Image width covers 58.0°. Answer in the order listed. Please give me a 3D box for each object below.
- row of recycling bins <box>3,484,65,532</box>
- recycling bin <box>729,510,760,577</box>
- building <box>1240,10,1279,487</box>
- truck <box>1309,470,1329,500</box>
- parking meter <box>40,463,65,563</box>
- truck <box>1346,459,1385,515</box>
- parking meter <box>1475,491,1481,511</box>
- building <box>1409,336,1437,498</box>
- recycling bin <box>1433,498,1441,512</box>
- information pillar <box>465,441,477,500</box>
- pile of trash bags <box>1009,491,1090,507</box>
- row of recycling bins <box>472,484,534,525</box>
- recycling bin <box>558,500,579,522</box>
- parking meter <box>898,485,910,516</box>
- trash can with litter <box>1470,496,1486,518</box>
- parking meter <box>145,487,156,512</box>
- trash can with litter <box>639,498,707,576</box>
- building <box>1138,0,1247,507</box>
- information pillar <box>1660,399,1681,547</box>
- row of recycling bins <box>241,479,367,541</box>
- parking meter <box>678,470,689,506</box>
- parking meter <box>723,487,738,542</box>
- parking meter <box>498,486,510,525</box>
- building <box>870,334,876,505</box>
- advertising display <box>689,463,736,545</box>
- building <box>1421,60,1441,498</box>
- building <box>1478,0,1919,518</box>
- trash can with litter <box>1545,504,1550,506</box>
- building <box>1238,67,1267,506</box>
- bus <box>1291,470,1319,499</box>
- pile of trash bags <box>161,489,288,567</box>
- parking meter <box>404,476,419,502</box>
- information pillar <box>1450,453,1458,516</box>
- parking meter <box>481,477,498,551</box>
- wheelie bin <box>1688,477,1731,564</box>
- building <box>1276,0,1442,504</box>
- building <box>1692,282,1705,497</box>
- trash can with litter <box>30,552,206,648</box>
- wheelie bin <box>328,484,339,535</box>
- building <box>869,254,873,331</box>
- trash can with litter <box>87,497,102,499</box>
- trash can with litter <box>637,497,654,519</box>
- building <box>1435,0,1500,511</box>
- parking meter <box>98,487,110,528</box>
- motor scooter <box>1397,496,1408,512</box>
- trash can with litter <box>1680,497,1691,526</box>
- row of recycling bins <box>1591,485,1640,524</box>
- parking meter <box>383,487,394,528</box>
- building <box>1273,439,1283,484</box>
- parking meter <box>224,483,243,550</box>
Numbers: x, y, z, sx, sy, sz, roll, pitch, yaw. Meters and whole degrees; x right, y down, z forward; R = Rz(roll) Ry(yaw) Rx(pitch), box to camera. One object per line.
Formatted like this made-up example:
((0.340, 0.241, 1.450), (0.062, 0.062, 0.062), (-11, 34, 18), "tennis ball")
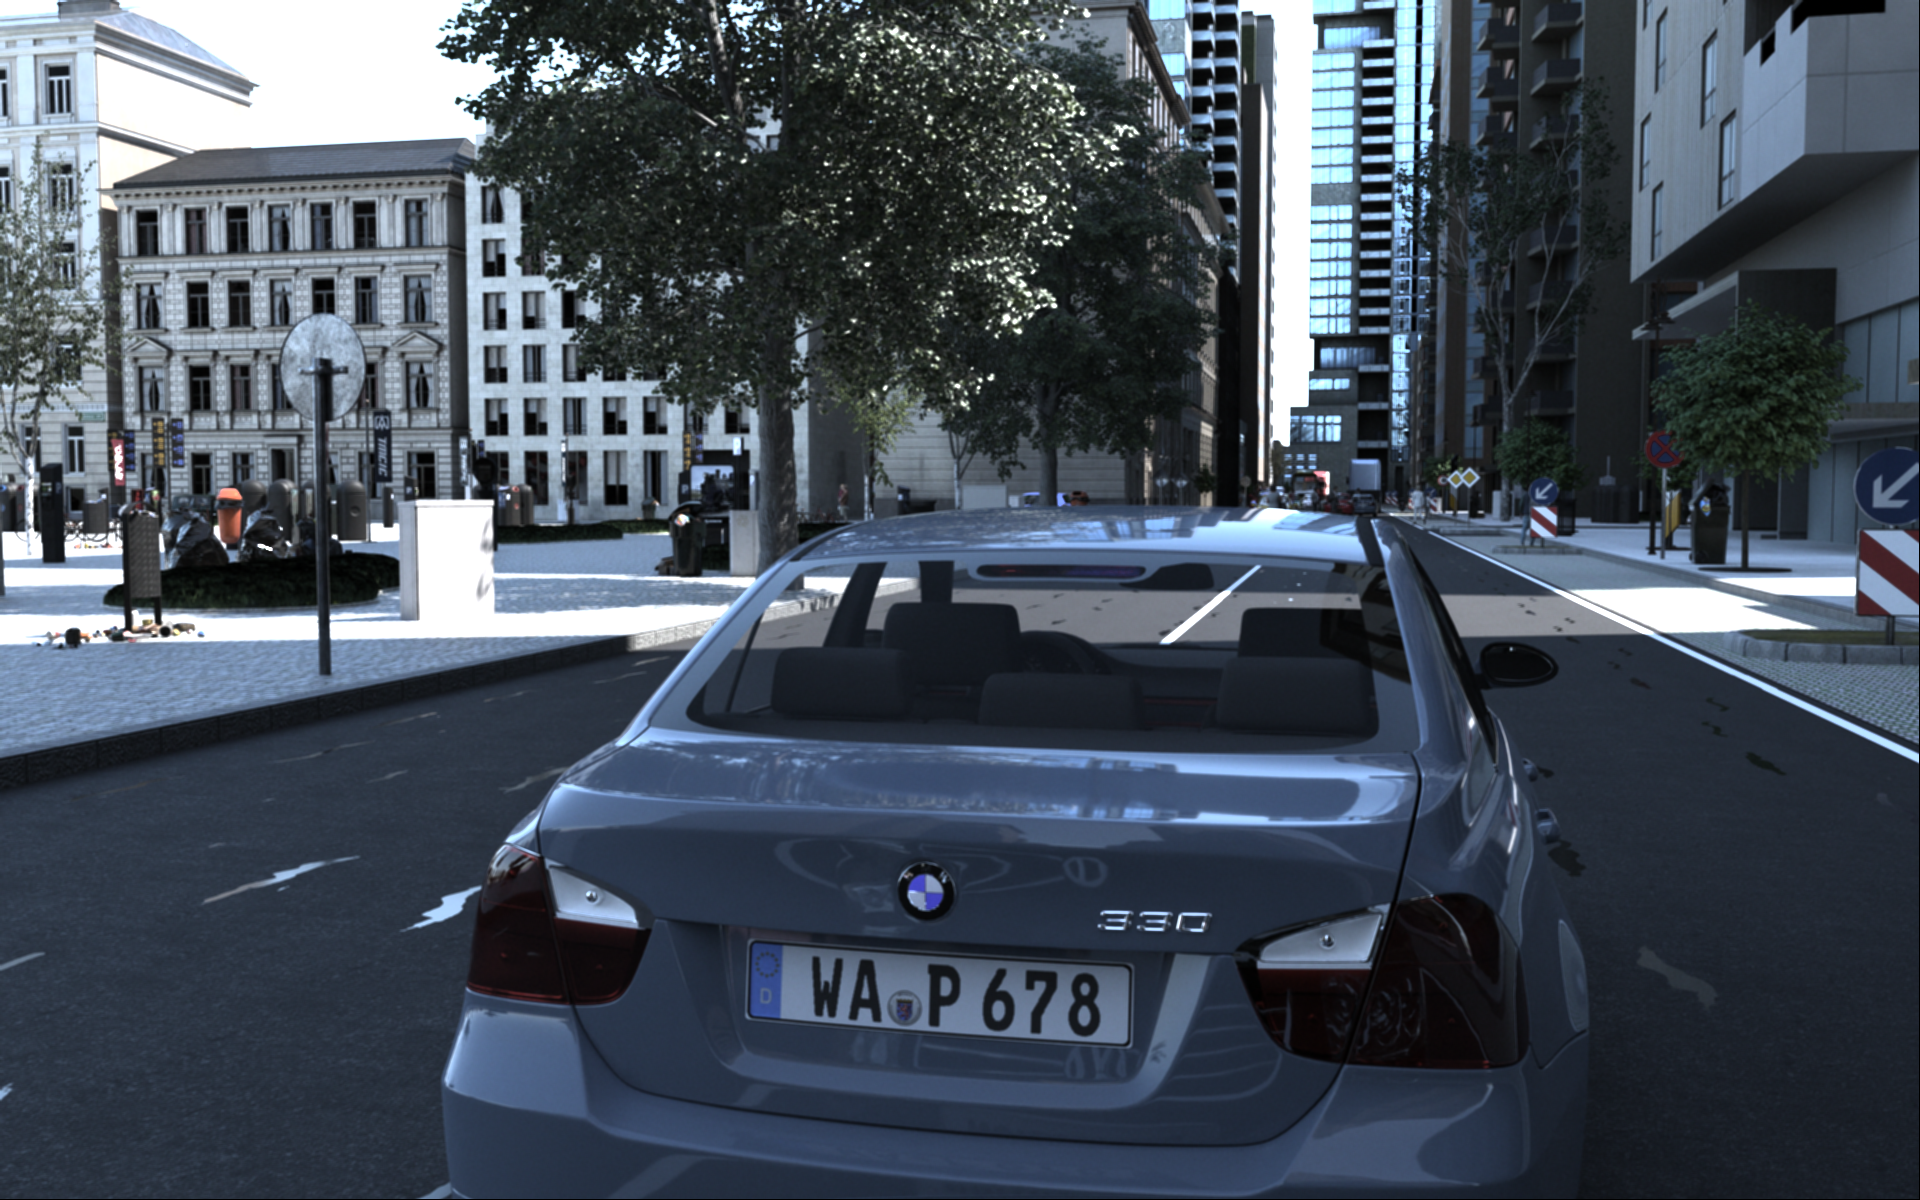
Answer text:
((-32.044, -3.173, 58.985), (3.534, 1.692, 1.069), (1, 4, 16), "row of recycling bins")
((-3.226, -0.884, 27.013), (0.722, 1.027, 0.722), (-1, 4, -9), "recycling bin")
((24.405, -41.039, 212.980), (28.212, 58.520, 21.231), (1, 4, 13), "building")
((41.508, -13.012, 201.658), (2.839, 4.237, 11.283), (1, 4, 14), "truck")
((-16.949, -1.629, 32.342), (0.255, 1.863, 0.399), (0, 4, 2), "parking meter")
((29.803, -8.463, 128.122), (2.967, 4.110, 18.799), (1, 4, 14), "truck")
((38.816, -7.425, 129.808), (0.372, 1.533, 0.369), (0, 3, 0), "parking meter")
((67.003, -21.750, 200.650), (27.650, 21.520, 28.899), (1, 4, 13), "building")
((33.674, -6.738, 122.715), (0.722, 1.027, 0.722), (1, 4, 8), "recycling bin")
((-20.290, -4.920, 71.796), (0.504, 3.616, 0.183), (-1, 4, -11), "information pillar")
((2.459, -2.694, 53.807), (3.447, 1.369, 1.912), (2, 4, 31), "pile of trash bags")
((-18.292, -3.800, 69.251), (1.069, 1.692, 3.534), (1, 4, 20), "row of recycling bins")
((-17.999, -4.102, 79.626), (0.722, 1.027, 0.722), (2, 4, 25), "recycling bin")
((-1.646, -2.595, 50.832), (0.372, 1.533, 0.369), (0, 3, 0), "parking meter")
((27.500, -4.932, 92.028), (0.624, 1.170, 1.055), (-2, 4, -29), "trash can with litter")
((-30.574, -3.488, 65.433), (0.372, 1.533, 0.369), (0, 3, 0), "parking meter")
((-4.452, -0.969, 27.223), (0.624, 1.170, 1.055), (-3, 5, -43), "trash can with litter")
((16.576, -52.085, 164.256), (22.319, 86.520, 31.000), (1, 4, 13), "building")
((16.842, -3.032, 40.920), (0.183, 3.616, 0.504), (-1, 4, -18), "information pillar")
((-18.063, -2.473, 47.541), (3.534, 1.692, 1.069), (0, 4, -1), "row of recycling bins")
((-6.330, -2.113, 40.254), (0.399, 1.863, 0.255), (1, 4, 21), "parking meter")
((-5.431, -1.994, 41.015), (0.372, 1.533, 0.369), (0, 3, 0), "parking meter")
((-14.888, -2.947, 56.596), (0.372, 1.533, 0.369), (0, 3, 0), "parking meter")
((-4.106, -22.778, 217.451), (28.899, 21.520, 27.650), (1, 4, 13), "building")
((-5.194, -1.905, 36.362), (0.974, 1.923, 0.123), (0, 4, -2), "advertising display")
((57.685, -31.625, 171.696), (22.147, 44.769, 28.867), (1, 4, 13), "building")
((42.807, -27.479, 103.910), (22.147, 44.769, 28.867), (1, 4, 13), "building")
((18.784, -2.727, 55.975), (0.624, 1.170, 1.055), (1, 4, 13), "trash can with litter")
((25.664, -32.839, 187.026), (14.600, 45.320, 14.200), (1, 4, 13), "building")
((36.608, -11.769, 183.962), (2.896, 3.916, 12.252), (1, 4, 11), "bus")
((-11.806, -1.109, 27.891), (1.912, 1.369, 3.447), (-1, 4, -22), "pile of trash bags")
((-17.489, -3.030, 55.258), (0.399, 1.863, 0.255), (1, 4, 13), "parking meter")
((28.290, -6.592, 99.136), (0.504, 3.616, 0.183), (-2, 4, -25), "information pillar")
((-10.588, -2.033, 38.948), (0.255, 1.863, 0.399), (0, 4, 5), "parking meter")
((13.766, -1.461, 31.793), (0.693, 1.594, 0.980), (1, 4, 14), "wheelie bin")
((59.690, -56.459, 235.771), (31.000, 86.520, 22.319), (1, 4, 13), "building")
((48.972, -32.575, 74.605), (28.212, 58.520, 21.231), (1, 4, 13), "building")
((-7.601, -0.267, 15.425), (1.678, 1.210, 2.233), (0, 4, 4), "trash can with litter")
((-19.727, -2.858, 54.636), (0.980, 1.594, 0.693), (1, 4, 10), "wheelie bin")
((-10.627, -36.595, 252.947), (28.867, 44.769, 22.147), (1, 4, 13), "building")
((-20.011, -1.830, 40.985), (2.233, 1.210, 1.678), (-3, 5, -40), "trash can with litter")
((-12.776, -3.617, 70.522), (0.624, 1.170, 1.055), (2, 4, 24), "trash can with litter")
((44.885, -29.679, 135.359), (14.600, 45.320, 14.200), (1, 4, 13), "building")
((-32.421, -3.496, 65.574), (0.372, 1.533, 0.369), (0, 3, 0), "parking meter")
((33.391, -7.214, 130.729), (0.815, 1.314, 1.986), (1, 4, 14), "motor scooter")
((29.642, -3.608, 70.372), (0.624, 1.170, 1.055), (0, 4, 0), "trash can with litter")
((28.846, -4.234, 76.337), (1.069, 1.692, 3.534), (0, 4, -4), "row of recycling bins")
((-21.663, -3.498, 65.599), (0.372, 1.533, 0.369), (0, 3, 0), "parking meter")
((31.822, -40.180, 246.186), (27.495, 52.752, 28.713), (1, 4, 13), "building")
((-16.737, -1.927, 39.913), (0.372, 1.533, 0.369), (0, 3, 0), "parking meter")
